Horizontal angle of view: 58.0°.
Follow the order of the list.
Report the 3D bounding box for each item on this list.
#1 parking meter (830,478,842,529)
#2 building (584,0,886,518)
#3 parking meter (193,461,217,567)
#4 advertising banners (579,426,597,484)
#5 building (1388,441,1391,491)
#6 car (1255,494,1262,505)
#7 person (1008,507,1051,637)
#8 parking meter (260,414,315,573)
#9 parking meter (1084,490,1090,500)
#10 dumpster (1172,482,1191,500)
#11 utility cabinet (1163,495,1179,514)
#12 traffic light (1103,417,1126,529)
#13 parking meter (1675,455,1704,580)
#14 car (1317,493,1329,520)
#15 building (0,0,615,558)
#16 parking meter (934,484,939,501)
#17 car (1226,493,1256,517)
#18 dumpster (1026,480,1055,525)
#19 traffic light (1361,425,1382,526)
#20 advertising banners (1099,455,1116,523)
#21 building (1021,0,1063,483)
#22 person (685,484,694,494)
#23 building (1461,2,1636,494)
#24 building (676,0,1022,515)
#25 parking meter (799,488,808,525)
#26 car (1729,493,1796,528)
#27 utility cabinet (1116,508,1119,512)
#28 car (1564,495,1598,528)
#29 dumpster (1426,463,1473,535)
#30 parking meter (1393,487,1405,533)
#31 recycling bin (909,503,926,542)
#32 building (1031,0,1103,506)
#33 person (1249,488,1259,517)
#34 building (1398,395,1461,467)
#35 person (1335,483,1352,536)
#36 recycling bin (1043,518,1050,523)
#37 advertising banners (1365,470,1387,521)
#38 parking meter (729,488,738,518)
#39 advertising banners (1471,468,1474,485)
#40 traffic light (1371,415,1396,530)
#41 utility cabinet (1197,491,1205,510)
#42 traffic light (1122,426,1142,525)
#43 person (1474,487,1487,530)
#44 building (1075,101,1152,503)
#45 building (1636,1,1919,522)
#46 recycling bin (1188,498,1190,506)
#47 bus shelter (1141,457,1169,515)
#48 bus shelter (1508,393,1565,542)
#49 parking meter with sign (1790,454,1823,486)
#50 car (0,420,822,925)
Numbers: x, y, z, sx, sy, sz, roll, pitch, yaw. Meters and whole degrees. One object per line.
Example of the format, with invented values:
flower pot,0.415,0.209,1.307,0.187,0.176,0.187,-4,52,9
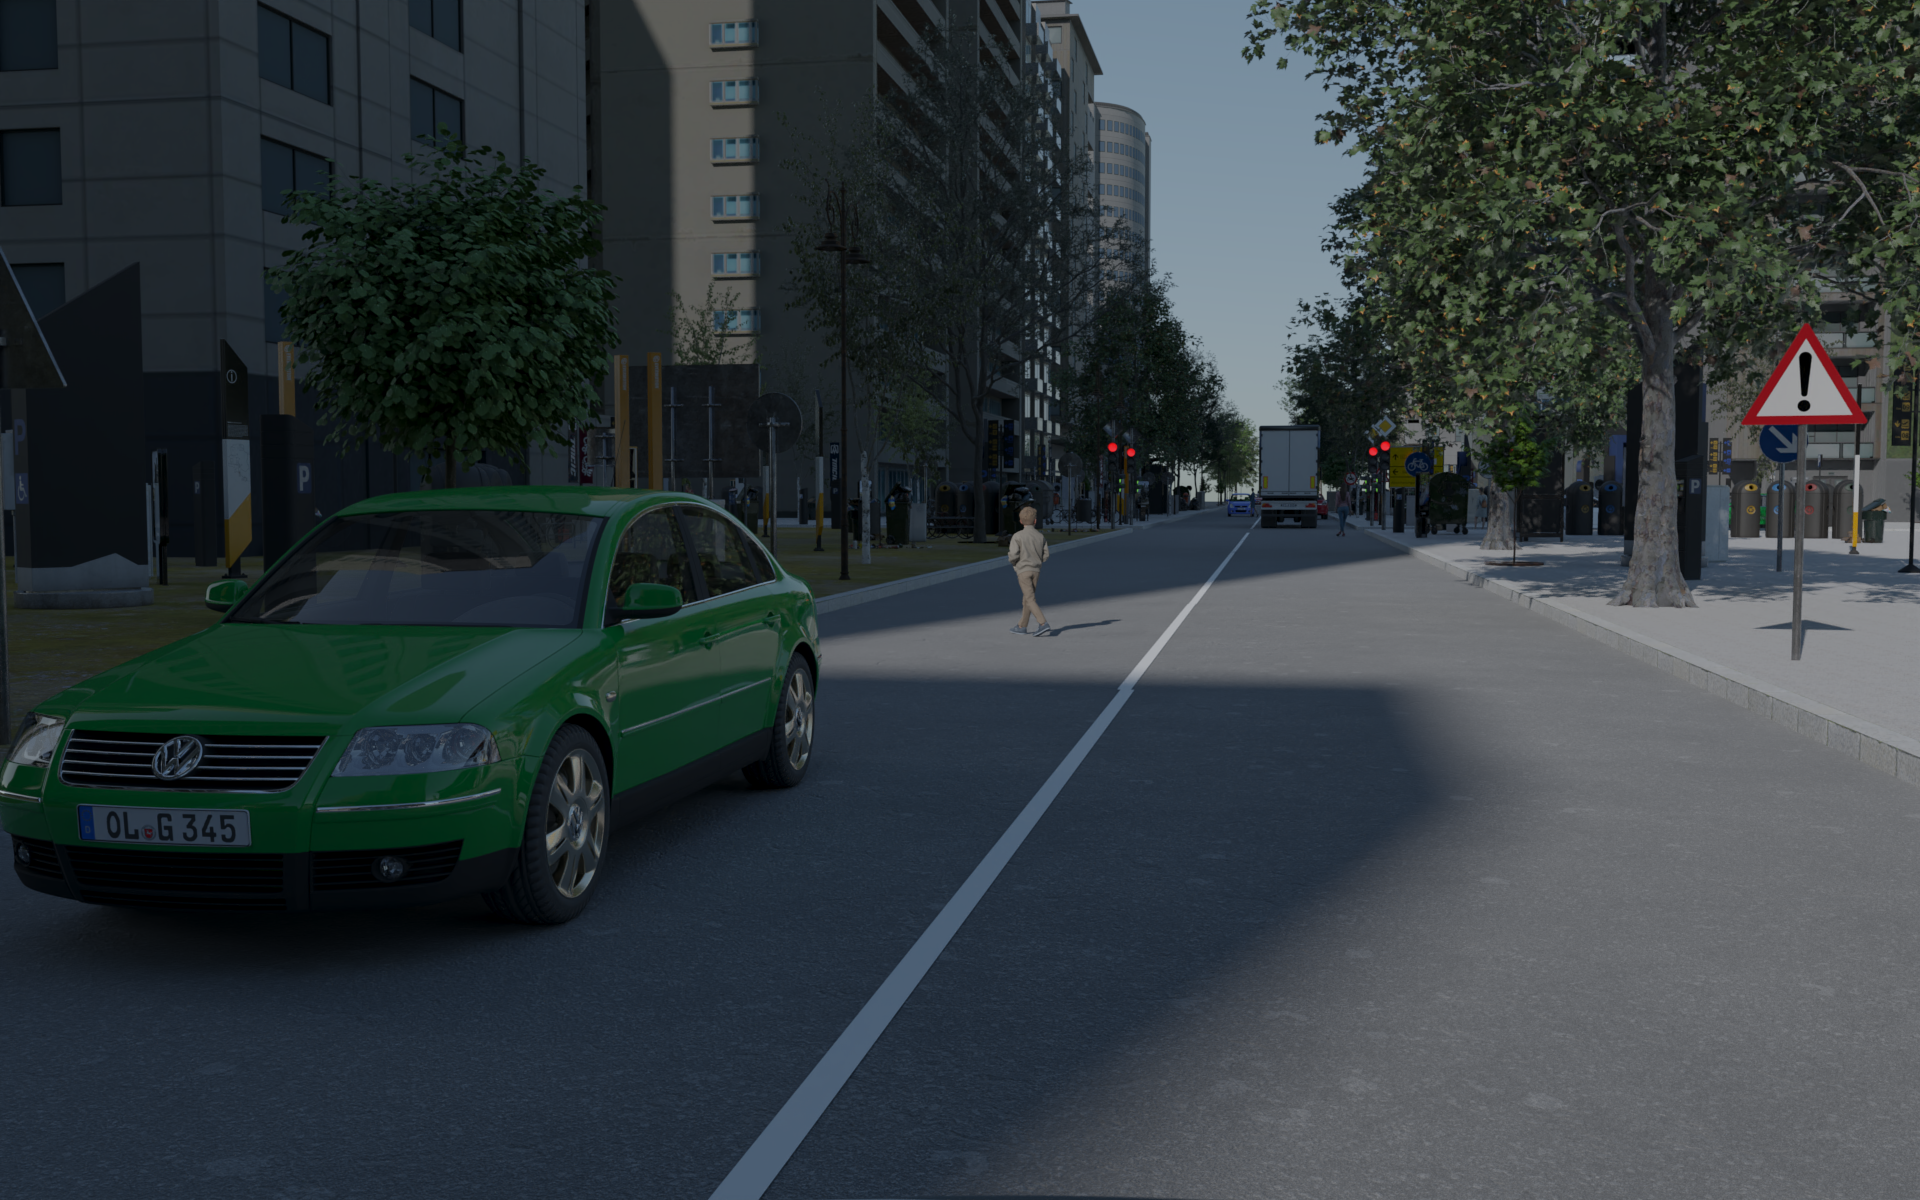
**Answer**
parking meter,-4.536,-3.535,63.508,0.399,1.863,0.255,1,4,17
building,-13.100,-29.278,102.392,21.300,48.544,21.600,1,4,10
parking meter,-13.399,-1.530,30.726,0.399,1.863,0.255,3,5,43
advertising banners,-10.373,-2.995,45.153,2.074,3.025,0.090,1,4,17
building,82.287,-40.406,284.333,21.300,48.544,21.600,1,4,10
car,34.365,-11.678,199.974,2.155,1.783,4.494,1,4,10
person,0.684,-0.289,17.502,0.475,1.303,0.640,-3,5,-44
parking meter,-4.997,-0.441,12.917,0.255,1.863,0.399,0,4,5
parking meter,8.016,-6.159,109.104,0.372,1.533,0.369,0,3,0
dumpster,18.048,-8.496,141.407,1.502,2.255,1.985,1,4,10
utility cabinet,13.849,-6.278,113.814,1.020,1.237,0.306,0,4,0
traffic light,5.622,-4.551,63.328,0.839,4.253,0.868,1,4,10
parking meter,10.867,-1.234,25.885,0.399,1.863,0.255,-1,4,-22
car,20.026,-5.497,98.910,2.155,1.783,4.494,1,4,9
building,-22.798,-37.083,44.553,20.611,71.187,20.563,1,4,10
parking meter,-1.252,-5.574,96.843,0.399,1.863,0.255,1,4,13
car,17.955,-6.183,110.678,1.945,1.707,3.694,1,4,9
dumpster,3.237,-4.057,72.098,1.264,1.857,1.865,1,4,10
traffic light,16.524,-4.926,69.463,0.839,4.253,0.868,1,4,10
advertising banners,6.610,-5.020,78.265,0.090,3.025,2.074,1,4,23
building,-2.518,-33.305,164.153,23.786,49.044,30.456,1,4,10
person,-11.083,-3.815,70.851,0.573,1.828,0.580,-2,4,-35
building,59.869,-51.779,159.259,22.319,86.520,31.000,1,4,10
building,-7.392,-31.051,131.385,21.300,48.544,21.600,1,4,10
parking meter,-6.604,-3.954,73.059,0.372,1.533,0.369,0,3,0
car,28.723,-3.329,63.232,4.718,1.807,1.959,1,4,8
utility cabinet,11.516,-6.855,120.752,1.173,1.500,0.318,0,4,-1
car,23.495,-3.244,65.045,4.499,1.417,2.014,1,4,10
dumpster,15.502,-3.227,55.253,1.502,2.255,1.985,1,4,10
parking meter,14.587,-3.006,57.564,0.372,1.533,0.369,0,3,0
recycling bin,-1.291,-2.094,46.784,0.722,1.027,0.722,0,4,-5
building,0.362,-36.922,192.916,28.713,52.752,27.495,1,4,10
person,18.036,-5.989,106.449,0.654,1.822,0.581,3,5,41
building,80.467,-41.002,259.627,28.713,52.752,27.495,1,4,10
person,12.964,-3.059,58.529,0.555,1.821,0.388,0,4,-2
recycling bin,3.630,-3.993,77.847,0.722,1.027,0.722,-3,5,-44
advertising banners,19.870,-5.285,82.604,0.090,3.025,2.074,-1,4,-15
parking meter,-9.649,-3.996,73.744,0.372,1.533,0.369,0,3,0
advertising banners,35.143,-7.376,116.786,2.074,3.025,0.090,1,4,19
traffic light,15.078,-4.446,61.610,0.839,4.253,0.868,1,4,10
utility cabinet,19.751,-8.155,142.012,0.318,1.500,1.173,-1,4,-11
traffic light,7.068,-5.031,71.181,0.839,4.253,0.868,1,4,10
person,19.798,-3.442,65.777,0.512,1.701,0.522,-2,4,-25
building,16.870,-43.856,259.042,21.231,58.520,28.212,1,4,10
building,41.524,-24.520,84.491,14.086,41.232,14.154,1,4,10
recycling bin,18.561,-7.983,143.081,0.722,1.027,0.722,-1,4,-23
bus shelter,12.579,-7.259,109.965,1.731,3.624,6.357,1,4,10
bus shelter,16.516,-4.440,50.224,2.179,5.291,8.768,1,4,10
parking meter with sign,36.996,-4.900,76.382,1.738,3.016,0.543,1,4,16
car,-1.888,0.093,7.277,1.959,1.807,4.718,1,4,10
